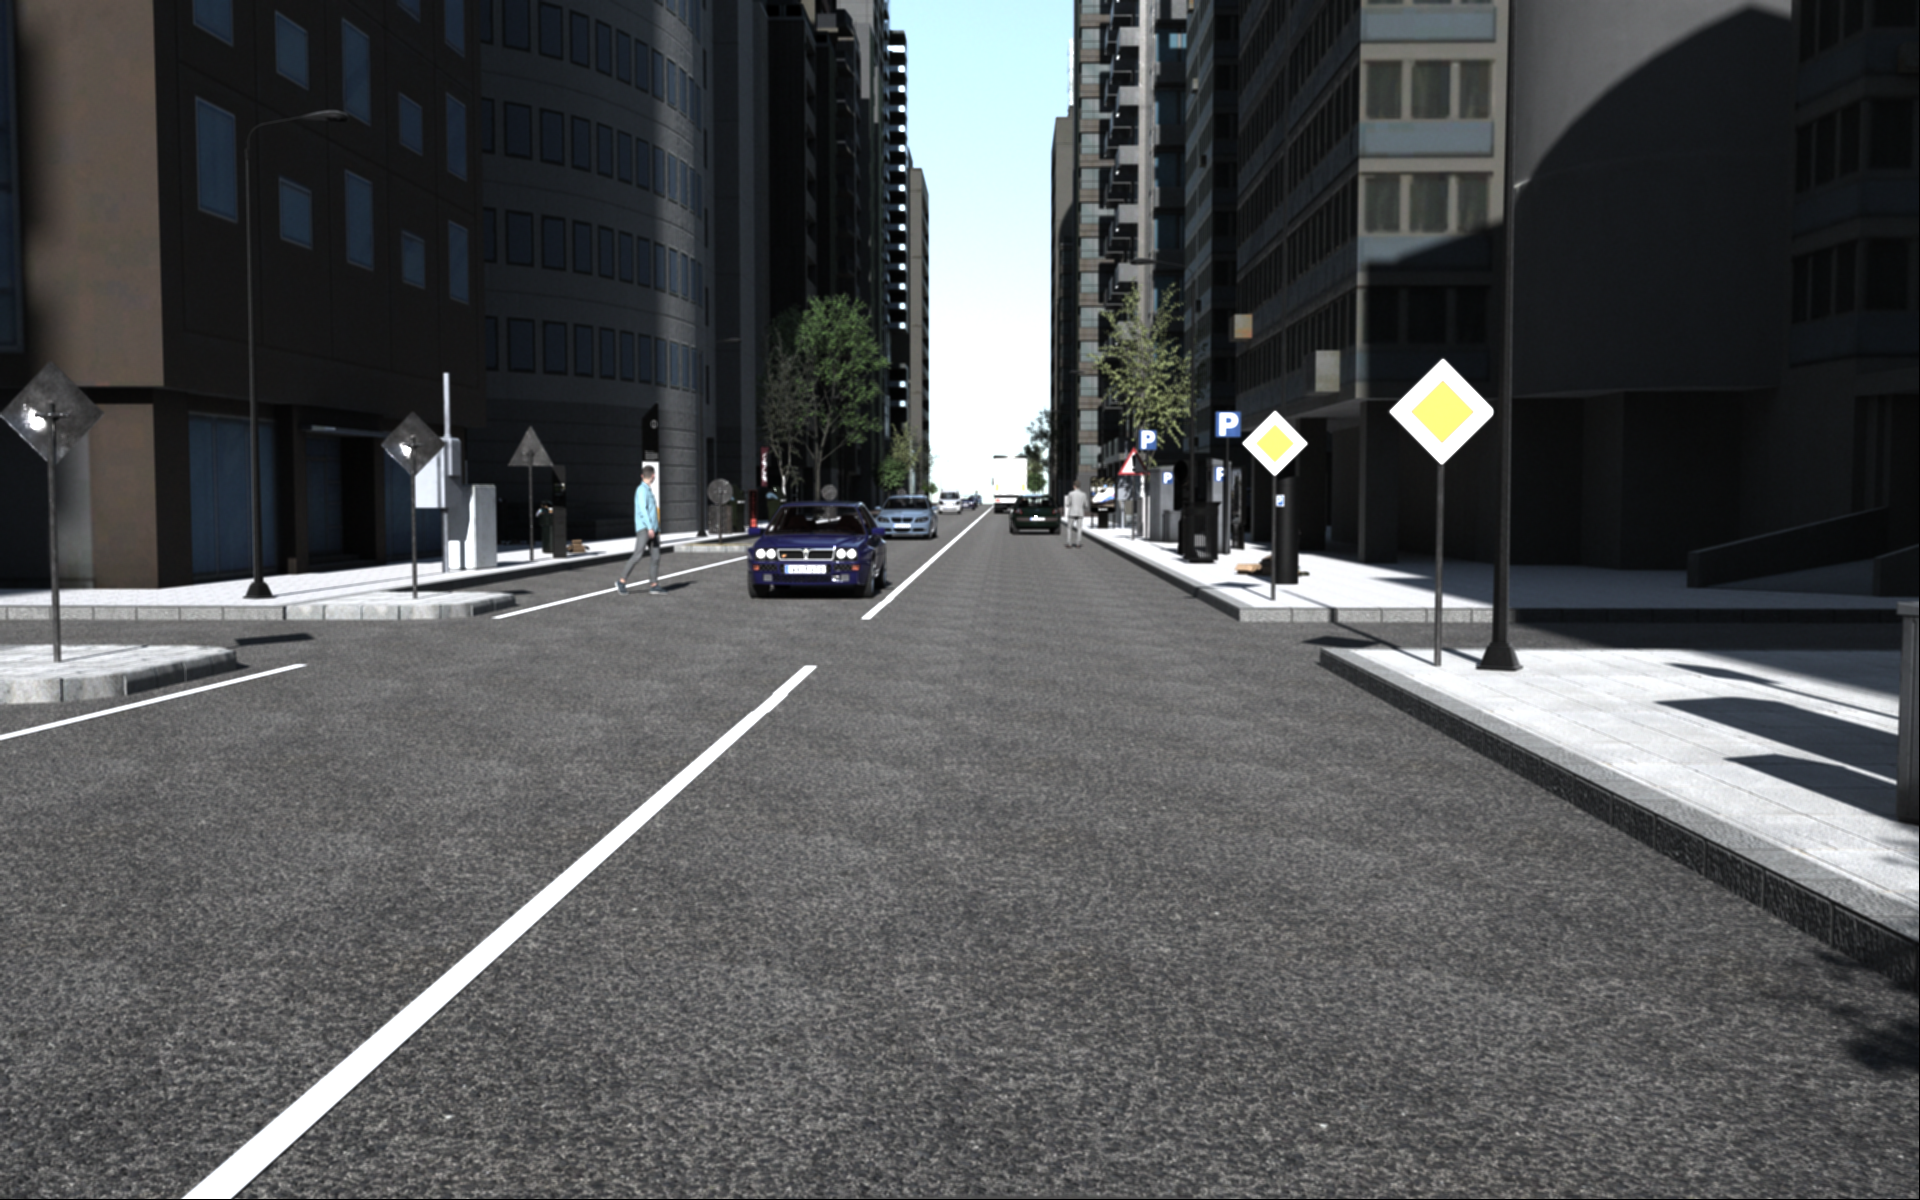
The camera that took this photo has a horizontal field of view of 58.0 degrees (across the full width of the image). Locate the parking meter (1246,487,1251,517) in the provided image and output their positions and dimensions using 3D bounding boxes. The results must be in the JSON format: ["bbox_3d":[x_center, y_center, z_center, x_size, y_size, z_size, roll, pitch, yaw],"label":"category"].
[{"bbox_3d":[10.674,-3.400,64.002,0.372,1.533,0.369,0,3,0],"label":"parking meter"}]

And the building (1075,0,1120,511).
[{"bbox_3d":[15.946,-27.533,133.751,14.154,41.232,14.086,0,4,2],"label":"building"}]

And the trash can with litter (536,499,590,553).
[{"bbox_3d":[-8.672,-1.617,37.817,1.055,1.170,0.624,-2,4,-29],"label":"trash can with litter"}]

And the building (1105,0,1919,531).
[{"bbox_3d":[22.931,-23.529,76.583,32.217,40.220,23.993,0,4,2],"label":"building"}]

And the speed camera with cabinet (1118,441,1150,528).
[{"bbox_3d":[6.789,-4.263,64.040,2.038,3.252,0.660,3,5,44],"label":"speed camera with cabinet"}]

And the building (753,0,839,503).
[{"bbox_3d":[-14.979,-20.288,103.415,14.160,30.474,14.107,0,4,2],"label":"building"}]

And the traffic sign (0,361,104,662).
[{"bbox_3d":[-6.883,-0.582,13.152,0.795,2.450,0.064,0,4,2],"label":"traffic sign"}]

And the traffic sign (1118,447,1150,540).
[{"bbox_3d":[4.828,-2.946,48.178,0.884,2.594,0.081,0,4,7],"label":"traffic sign"}]

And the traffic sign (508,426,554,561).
[{"bbox_3d":[-8.170,-2.016,32.973,0.884,2.594,0.081,0,4,2],"label":"traffic sign"}]

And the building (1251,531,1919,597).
[{"bbox_3d":[18.831,-21.062,36.240,23.993,40.220,32.217,0,4,2],"label":"building"}]

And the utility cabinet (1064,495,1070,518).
[{"bbox_3d":[5.966,-5.042,93.603,0.306,1.237,1.020,2,4,27],"label":"utility cabinet"}]

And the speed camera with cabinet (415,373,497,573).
[{"bbox_3d":[-8.463,-2.124,29.061,0.660,3.252,2.038,1,4,8],"label":"speed camera with cabinet"}]

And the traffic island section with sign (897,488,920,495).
[{"bbox_3d":[-3.997,-6.818,120.096,1.989,1.847,2.006,0,4,2],"label":"traffic island section with sign"}]

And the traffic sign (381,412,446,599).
[{"bbox_3d":[-6.665,-1.070,21.134,0.795,2.450,0.064,0,4,2],"label":"traffic sign"}]

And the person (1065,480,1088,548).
[{"bbox_3d":[3.060,-2.283,46.020,0.606,1.804,0.583,-1,4,-19],"label":"person"}]

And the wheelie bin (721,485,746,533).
[{"bbox_3d":[-7.507,-3.005,57.039,0.693,1.594,0.980,1,4,21],"label":"wheelie bin"}]

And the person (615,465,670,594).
[{"bbox_3d":[-4.547,-1.008,24.835,0.748,1.841,0.638,1,4,11],"label":"person"}]

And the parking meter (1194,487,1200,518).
[{"bbox_3d":[8.778,-3.448,64.792,0.372,1.533,0.369,0,3,0],"label":"parking meter"}]

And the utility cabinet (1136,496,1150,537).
[{"bbox_3d":[5.568,-2.529,52.503,0.306,1.237,1.020,0,4,-4],"label":"utility cabinet"}]

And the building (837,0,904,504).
[{"bbox_3d":[-16.730,-46.081,191.673,20.563,71.187,20.611,0,4,2],"label":"building"}]

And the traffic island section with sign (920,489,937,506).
[{"bbox_3d":[-3.252,-8.505,147.691,1.989,1.847,2.006,0,4,2],"label":"traffic island section with sign"}]

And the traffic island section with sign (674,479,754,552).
[{"bbox_3d":[-6.074,-2.147,43.738,1.989,1.847,2.006,0,4,2],"label":"traffic island section with sign"}]

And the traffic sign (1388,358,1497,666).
[{"bbox_3d":[3.557,-0.563,12.848,0.795,2.450,0.064,0,4,2],"label":"traffic sign"}]

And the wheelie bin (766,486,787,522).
[{"bbox_3d":[-7.467,-3.814,70.263,0.693,1.594,0.980,1,4,20],"label":"wheelie bin"}]

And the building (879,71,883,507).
[{"bbox_3d":[-14.677,-29.204,161.076,14.154,41.232,14.086,0,4,2],"label":"building"}]

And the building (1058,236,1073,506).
[{"bbox_3d":[18.123,-25.907,195.272,14.160,30.474,14.107,0,4,2],"label":"building"}]

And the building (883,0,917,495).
[{"bbox_3d":[-16.365,-55.308,216.962,22.319,86.520,31.000,0,4,2],"label":"building"}]

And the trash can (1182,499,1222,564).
[{"bbox_3d":[4.489,-1.255,32.177,0.748,1.137,0.748,0,3,0],"label":"trash can"}]

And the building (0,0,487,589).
[{"bbox_3d":[-17.198,-23.166,28.879,14.600,45.320,14.200,0,4,2],"label":"building"}]

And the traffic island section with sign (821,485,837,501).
[{"bbox_3d":[-5.334,-3.817,71.038,1.989,1.847,2.006,0,4,2],"label":"traffic island section with sign"}]

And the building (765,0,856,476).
[{"bbox_3d":[-19.220,-28.742,124.549,22.147,44.769,28.867,0,4,2],"label":"building"}]

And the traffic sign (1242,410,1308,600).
[{"bbox_3d":[3.774,-1.051,20.830,0.795,2.450,0.064,0,4,2],"label":"traffic sign"}]

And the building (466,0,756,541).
[{"bbox_3d":[-19.470,-31.541,57.700,21.231,58.520,28.212,0,4,2],"label":"building"}]

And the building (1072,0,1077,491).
[{"bbox_3d":[20.573,-37.461,154.479,21.231,58.520,28.212,0,4,2],"label":"building"}]

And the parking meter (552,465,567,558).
[{"bbox_3d":[-8.017,-1.770,34.644,0.255,1.863,0.399,-1,4,-15],"label":"parking meter"}]

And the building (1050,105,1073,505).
[{"bbox_3d":[22.041,-36.009,212.441,21.300,48.544,21.600,0,4,2],"label":"building"}]

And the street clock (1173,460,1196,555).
[{"bbox_3d":[4.765,-1.971,36.798,0.358,2.002,0.471,-2,4,-35],"label":"street clock"}]

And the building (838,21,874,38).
[{"bbox_3d":[-14.678,-28.292,146.167,14.154,41.232,14.086,0,4,2],"label":"building"}]

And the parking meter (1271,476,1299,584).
[{"bbox_3d":[4.644,-0.997,24.715,0.372,1.533,0.369,0,3,0],"label":"parking meter"}]

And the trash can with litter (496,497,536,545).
[{"bbox_3d":[-11.435,-2.007,43.877,2.233,1.210,1.678,1,4,20],"label":"trash can with litter"}]

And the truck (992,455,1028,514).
[{"bbox_3d":[3.789,-8.677,130.778,2.839,4.237,11.283,0,4,2],"label":"truck"}]

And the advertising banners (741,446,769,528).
[{"bbox_3d":[-7.570,-4.094,63.116,0.090,3.025,2.074,2,4,31],"label":"advertising banners"}]

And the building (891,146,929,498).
[{"bbox_3d":[-15.470,-37.966,244.452,21.300,48.544,21.600,0,4,2],"label":"building"}]

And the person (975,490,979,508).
[{"bbox_3d":[1.782,-10.746,184.179,0.705,1.826,1.348,-1,4,-16],"label":"person"}]

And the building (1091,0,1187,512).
[{"bbox_3d":[20.822,-30.063,111.143,23.786,49.044,30.456,0,4,2],"label":"building"}]

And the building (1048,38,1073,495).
[{"bbox_3d":[23.713,-56.589,237.894,22.319,86.520,31.000,0,4,2],"label":"building"}]
